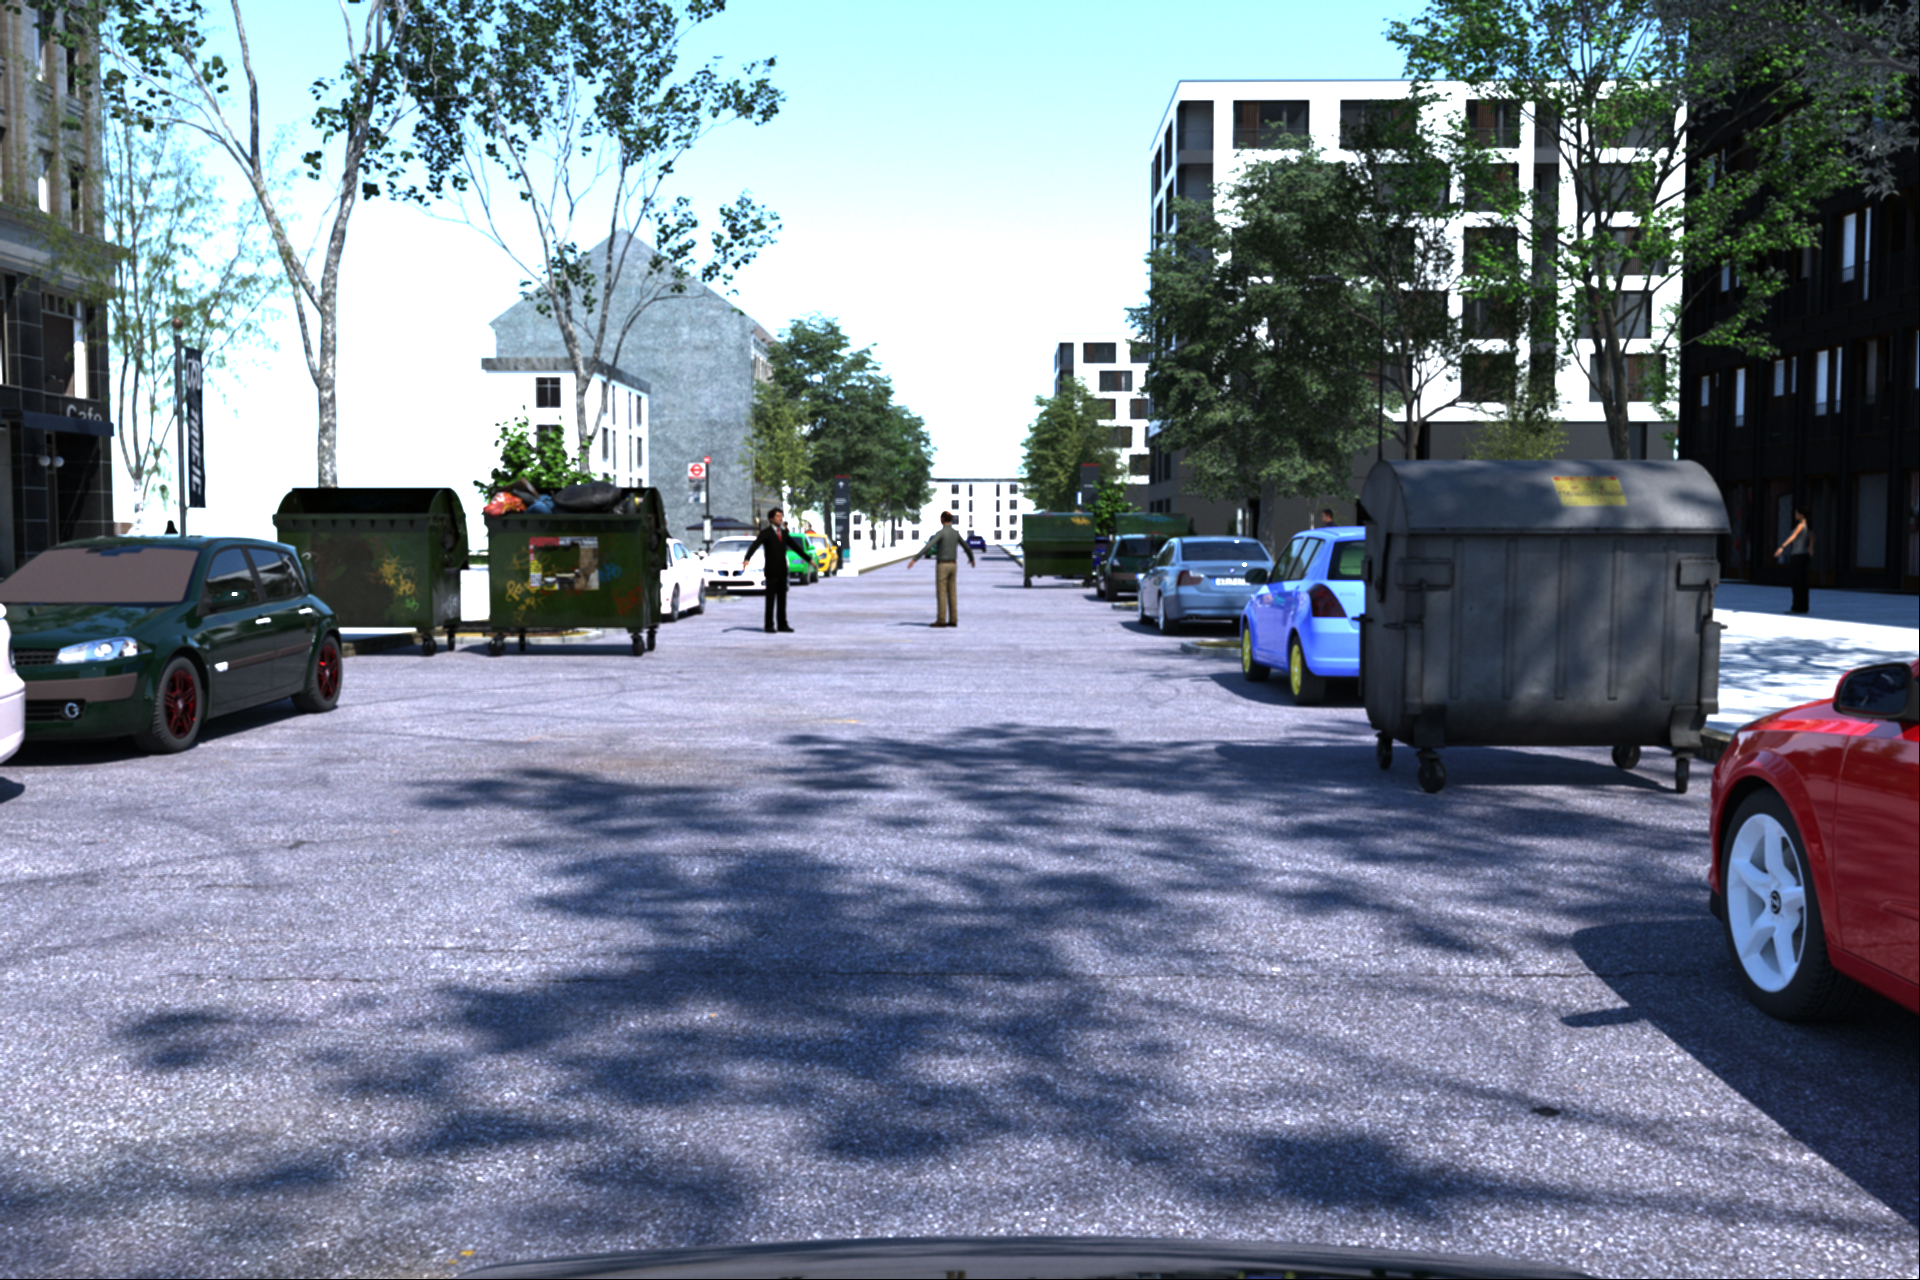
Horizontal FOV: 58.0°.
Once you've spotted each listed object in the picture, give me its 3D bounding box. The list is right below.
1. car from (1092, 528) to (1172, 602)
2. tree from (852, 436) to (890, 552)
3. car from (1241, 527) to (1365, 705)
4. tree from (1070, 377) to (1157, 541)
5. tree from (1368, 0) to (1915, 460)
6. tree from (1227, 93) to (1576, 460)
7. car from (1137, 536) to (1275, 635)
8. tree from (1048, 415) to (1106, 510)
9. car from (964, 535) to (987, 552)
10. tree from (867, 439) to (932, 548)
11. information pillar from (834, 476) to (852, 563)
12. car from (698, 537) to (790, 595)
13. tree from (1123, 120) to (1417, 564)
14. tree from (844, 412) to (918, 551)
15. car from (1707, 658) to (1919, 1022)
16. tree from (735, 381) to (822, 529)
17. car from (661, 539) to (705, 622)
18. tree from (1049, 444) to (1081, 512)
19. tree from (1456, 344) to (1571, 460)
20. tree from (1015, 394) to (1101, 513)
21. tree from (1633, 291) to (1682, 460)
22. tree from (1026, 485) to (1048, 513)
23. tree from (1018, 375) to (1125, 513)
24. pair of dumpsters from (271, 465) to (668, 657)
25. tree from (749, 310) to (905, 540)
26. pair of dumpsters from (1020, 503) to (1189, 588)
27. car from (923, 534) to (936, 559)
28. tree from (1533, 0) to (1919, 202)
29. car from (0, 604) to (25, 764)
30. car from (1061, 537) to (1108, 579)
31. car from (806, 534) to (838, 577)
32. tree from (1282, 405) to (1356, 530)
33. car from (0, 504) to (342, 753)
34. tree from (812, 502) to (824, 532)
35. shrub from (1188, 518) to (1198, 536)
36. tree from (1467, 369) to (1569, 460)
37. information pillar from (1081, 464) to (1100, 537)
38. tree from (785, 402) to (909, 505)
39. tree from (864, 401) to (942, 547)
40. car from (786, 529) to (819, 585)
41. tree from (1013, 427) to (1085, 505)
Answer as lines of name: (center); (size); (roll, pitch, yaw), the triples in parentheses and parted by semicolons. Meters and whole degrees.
car: (3.943, -1.725, 37.986); (2.009, 1.686, 4.222); (0, 4, 1)
tree: (-6.836, -10.614, 123.902); (4.737, 8.622, 4.395); (0, 3, 0)
car: (3.626, -0.379, 15.793); (1.945, 1.707, 3.694); (0, 4, -1)
tree: (6.914, -8.056, 82.079); (4.360, 8.622, 3.978); (0, 3, 0)
tree: (9.724, -6.108, 25.625); (9.928, 11.665, 9.643); (0, 3, 0)
tree: (9.563, -6.276, 37.025); (7.601, 10.594, 8.767); (2, 4, 27)
car: (3.718, -0.854, 25.973); (2.014, 1.417, 4.499); (0, 4, -1)
tree: (7.462, -9.551, 106.523); (4.737, 8.622, 4.395); (0, 3, 0)
car: (1.179, -7.569, 136.330); (1.945, 1.354, 3.894); (0, 4, -1)
tree: (-6.841, -13.482, 154.835); (8.767, 10.594, 7.601); (-1, 4, -11)
information pillar: (-5.229, -5.359, 76.996); (0.750, 3.857, 0.750); (0, 4, 2)
car: (-5.219, -1.811, 41.976); (2.083, 1.381, 4.827); (0, 4, 1)
tree: (9.875, -9.095, 55.358); (9.857, 13.997, 8.962); (0, 3, 0)
tree: (-6.796, -12.798, 135.003); (9.928, 11.665, 9.643); (0, 3, 0)
car: (3.243, 0.319, 3.817); (2.155, 1.783, 4.494); (0, 4, 1)
tree: (-8.402, -8.075, 82.380); (4.737, 8.622, 4.395); (0, 3, 0)
car: (-5.525, -1.057, 29.644); (2.083, 1.381, 4.827); (0, 4, 0)
tree: (8.755, -11.107, 131.968); (4.360, 8.622, 3.978); (0, 3, 0)
tree: (21.456, -7.046, 65.560); (4.360, 8.622, 3.978); (0, 3, 0)
tree: (8.319, -13.624, 140.879); (7.486, 12.596, 7.792); (0, 3, 0)
tree: (29.540, -8.593, 66.255); (9.928, 11.665, 9.643); (0, 3, 0)
tree: (8.452, -13.097, 164.504); (4.737, 8.622, 4.395); (0, 3, 0)
tree: (7.935, -12.535, 123.075); (7.486, 12.596, 7.792); (0, 3, 0)
pair of dumpsters: (-5.798, -0.961, 20.663); (4.436, 2.255, 1.574); (0, 4, 1)
tree: (-7.430, -11.709, 98.105); (9.857, 13.997, 8.962); (0, 3, 0)
pair of dumpsters: (3.818, -2.519, 46.142); (4.436, 2.255, 1.574); (0, 4, 0)
car: (-1.112, -5.504, 101.795); (2.131, 1.459, 4.920); (0, 4, 1)
tree: (9.600, -6.310, 13.536); (12.009, 13.543, 11.850); (0, 3, 0)
car: (-5.900, 0.312, 7.261); (2.083, 1.381, 4.827); (0, 4, 1)
car: (4.194, -2.657, 56.019); (1.945, 1.354, 3.894); (0, 4, 0)
car: (-5.126, -2.966, 58.723); (2.015, 1.641, 3.980); (0, 4, 1)
tree: (14.594, -7.390, 71.190); (4.360, 8.622, 3.978); (0, 3, 0)
car: (-5.930, -0.169, 12.552); (2.009, 1.686, 4.222); (0, 4, 1)
tree: (-19.546, -18.615, 254.711); (4.360, 8.622, 3.978); (0, 3, 0)
shrub: (8.120, -3.652, 63.758); (1.661, 2.075, 1.752); (0, 3, 0)
tree: (24.342, -7.608, 74.750); (4.737, 8.622, 4.395); (0, 3, 0)
information pillar: (4.789, -4.555, 63.848); (0.750, 3.857, 0.750); (0, 4, -1)
tree: (-7.751, -11.049, 115.071); (8.767, 10.594, 7.601); (0, 4, -6)
tree: (-6.403, -15.874, 166.192); (9.857, 13.997, 8.962); (0, 3, 0)
car: (-5.077, -2.504, 49.739); (1.959, 1.807, 4.718); (0, 4, 0)
tree: (8.529, -13.979, 154.307); (9.928, 11.665, 9.643); (0, 3, 0)
